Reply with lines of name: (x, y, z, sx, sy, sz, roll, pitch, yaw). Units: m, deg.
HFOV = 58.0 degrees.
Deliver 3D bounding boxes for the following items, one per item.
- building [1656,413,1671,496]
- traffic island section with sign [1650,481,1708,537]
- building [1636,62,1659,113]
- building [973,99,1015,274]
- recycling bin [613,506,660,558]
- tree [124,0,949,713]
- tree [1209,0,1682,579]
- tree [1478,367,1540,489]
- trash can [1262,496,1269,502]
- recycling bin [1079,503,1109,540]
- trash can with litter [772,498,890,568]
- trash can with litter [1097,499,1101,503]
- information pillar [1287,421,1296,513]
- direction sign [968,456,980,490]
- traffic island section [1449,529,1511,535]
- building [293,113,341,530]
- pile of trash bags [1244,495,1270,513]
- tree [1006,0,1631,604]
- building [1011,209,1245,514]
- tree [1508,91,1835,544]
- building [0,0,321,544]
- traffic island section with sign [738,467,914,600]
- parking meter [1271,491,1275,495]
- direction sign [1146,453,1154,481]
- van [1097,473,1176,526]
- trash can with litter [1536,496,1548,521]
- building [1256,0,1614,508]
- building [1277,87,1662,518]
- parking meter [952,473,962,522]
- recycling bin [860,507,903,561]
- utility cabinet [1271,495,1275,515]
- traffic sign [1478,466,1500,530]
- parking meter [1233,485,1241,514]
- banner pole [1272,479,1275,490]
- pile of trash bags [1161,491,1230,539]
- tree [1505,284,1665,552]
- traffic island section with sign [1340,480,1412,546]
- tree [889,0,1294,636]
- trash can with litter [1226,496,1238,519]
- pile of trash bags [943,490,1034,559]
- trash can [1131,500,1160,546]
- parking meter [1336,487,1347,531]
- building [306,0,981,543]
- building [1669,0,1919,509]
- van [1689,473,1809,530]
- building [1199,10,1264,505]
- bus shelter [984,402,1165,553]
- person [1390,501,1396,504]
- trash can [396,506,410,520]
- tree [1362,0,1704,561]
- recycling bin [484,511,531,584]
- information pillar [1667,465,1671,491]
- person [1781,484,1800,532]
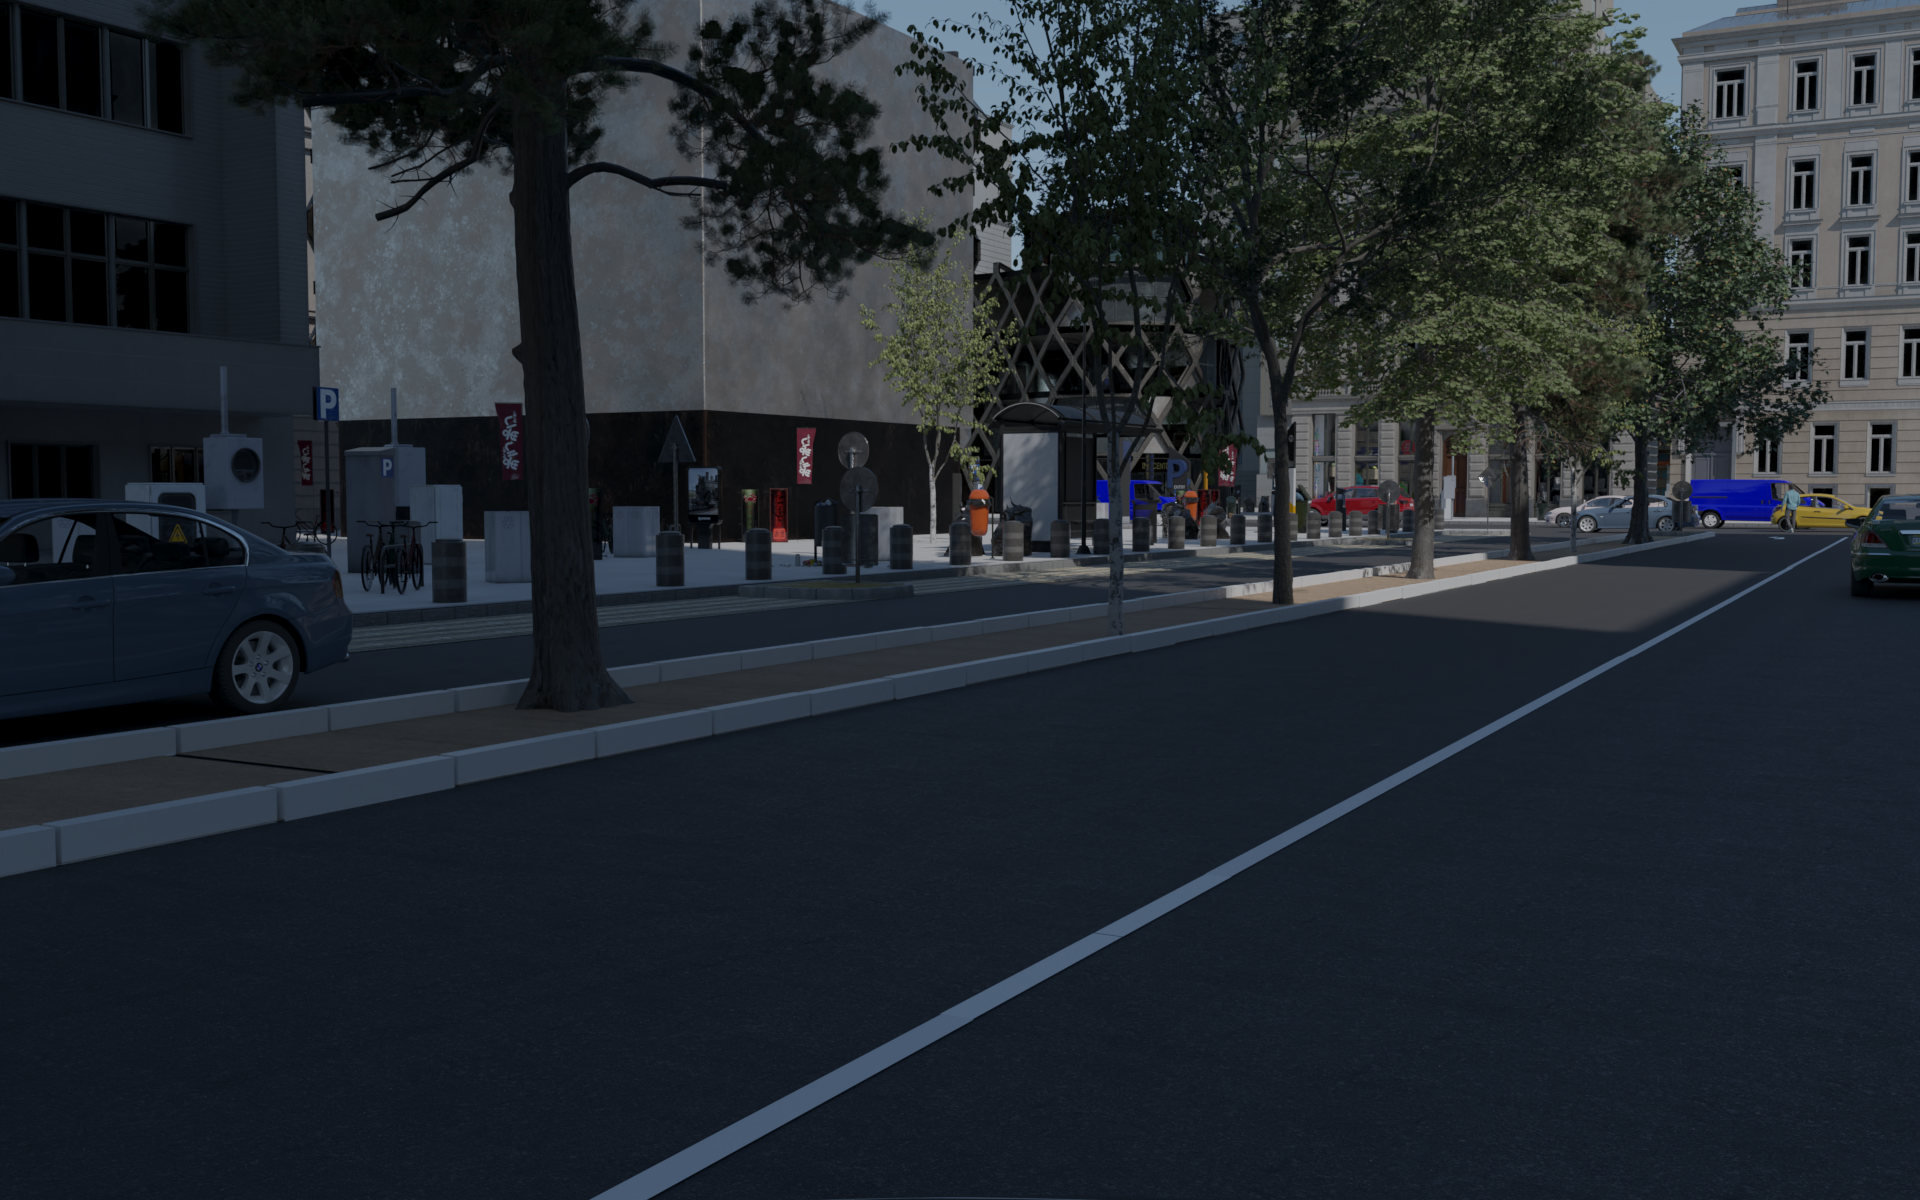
building: (101.772, -24.793, 250.402, 28.899, 21.520, 27.650, 2, 4, 29)
traffic island section with sign: (24.469, -3.106, 58.911, 2.006, 1.907, 1.989, 2, 4, 29)
building: (65.139, -34.786, 192.459, 21.600, 48.544, 21.300, 2, 4, 29)
building: (-12.012, -21.045, 121.585, 29.804, 29.767, 11.434, 2, 4, 29)
recycling bin: (-6.587, -1.390, 35.277, 0.722, 1.027, 0.722, 1, 4, 17)
tree: (-2.705, -6.217, 11.525, 7.806, 13.903, 7.818, 0, 3, 0)
tree: (7.877, -6.641, 29.165, 7.486, 12.596, 7.792, 0, 3, 0)
tree: (27.985, -8.370, 87.218, 4.360, 8.622, 3.978, 0, 3, 0)
trash can: (25.491, -8.128, 144.546, 0.748, 1.137, 0.748, 0, 3, 0)
recycling bin: (3.771, -2.211, 48.706, 0.722, 1.027, 0.722, 1, 4, 14)
trash can with litter: (-2.148, -1.192, 30.539, 2.233, 1.210, 1.678, 3, 4, 38)
trash can with litter: (4.250, -2.587, 53.677, 0.624, 1.170, 1.055, -1, 4, -14)
information pillar: (10.645, -3.945, 55.856, 0.183, 3.616, 0.504, -2, 4, -31)
direction sign: (0.839, -6.854, 104.061, 0.876, 3.537, 0.379, -3, 4, -38)
traffic island section: (18.798, -2.417, 61.791, 2.009, 0.180, 2.903, 2, 4, 29)
building: (-32.298, -13.911, 69.242, 24.055, 21.916, 13.314, 2, 4, 29)
pile of trash bags: (20.111, -6.824, 121.316, 3.447, 1.369, 1.912, 1, 4, 22)
tree: (4.380, -5.233, 22.437, 8.767, 10.594, 7.601, 2, 4, 29)
building: (9.580, -15.006, 112.804, 16.811, 18.784, 16.820, 2, 4, 29)
tree: (19.465, -7.937, 49.227, 9.611, 12.733, 9.660, 0, 3, 0)
building: (-25.429, -12.523, 23.819, 14.314, 24.678, 30.058, 2, 4, 29)
traffic island section with sign: (-1.735, -0.959, 24.307, 1.989, 1.847, 2.006, 2, 4, 29)
parking meter: (20.258, -6.322, 111.778, 0.372, 1.533, 0.369, 0, 3, 0)
direction sign: (10.496, -6.353, 95.875, 0.379, 3.537, 0.876, -1, 4, -21)
van: (7.350, -4.346, 75.441, 5.245, 2.365, 2.240, 2, 4, 28)
trash can with litter: (28.100, -4.370, 82.829, 1.055, 1.170, 0.624, 1, 4, 19)
building: (45.945, -35.219, 165.063, 28.713, 52.752, 27.495, 2, 4, 29)
building: (29.256, -16.466, 98.098, 19.941, 23.489, 11.050, 2, 4, 29)
parking meter: (-0.088, -2.653, 49.090, 0.255, 1.863, 0.399, 0, 4, 2)
recycling bin: (-1.533, -1.276, 33.423, 0.722, 1.027, 0.722, 1, 4, 16)
utility cabinet: (18.967, -5.711, 104.529, 0.306, 1.237, 1.020, 1, 4, 19)
traffic sign: (18.823, -3.552, 61.717, 0.795, 2.450, 0.064, 2, 4, 29)
parking meter: (16.982, -6.142, 106.130, 0.399, 1.863, 0.255, -1, 4, -13)
banner pole: (22.783, -8.206, 124.181, 0.863, 3.779, 0.401, 0, 4, 3)
pile of trash bags: (6.822, -2.499, 50.614, 1.912, 1.369, 3.447, 0, 4, 3)
tree: (14.985, -5.459, 42.071, 4.737, 8.622, 4.395, 0, 3, 0)
traffic island section with sign: (12.008, -2.464, 48.915, 1.989, 1.847, 2.006, 2, 4, 29)
tree: (1.487, -3.922, 16.943, 4.737, 8.622, 4.395, 0, 3, 0)
trash can with litter: (14.004, -4.739, 88.871, 0.624, 1.170, 1.055, 0, 4, 1)
pile of trash bags: (0.557, -1.592, 35.789, 1.912, 1.369, 3.447, 0, 4, 6)
trash can: (4.623, -1.934, 43.281, 0.748, 1.137, 0.748, 0, 3, 0)
parking meter: (13.240, -3.166, 60.179, 0.372, 1.533, 0.369, 0, 3, 0)
building: (-9.809, -11.510, 55.633, 16.811, 18.784, 16.820, 2, 4, 29)
building: (48.203, -18.580, 89.683, 20.117, 28.700, 13.634, 2, 4, 29)
van: (32.820, -4.094, 71.327, 5.245, 2.365, 2.240, 2, 4, 30)
building: (42.977, -40.499, 204.158, 28.212, 58.520, 21.231, 2, 4, 29)
bus shelter: (2.757, -2.840, 40.356, 2.014, 3.302, 5.546, 2, 4, 29)
person: (16.413, -3.495, 66.217, 0.480, 1.755, 0.524, 2, 4, 34)
trash can: (-12.551, -1.699, 39.435, 0.748, 1.137, 0.748, 0, 3, 0)
tree: (11.979, -6.878, 36.960, 6.751, 12.117, 7.091, 0, 3, 0)
recycling bin: (-6.493, -0.777, 25.260, 0.722, 1.027, 0.722, -2, 4, -29)
information pillar: (56.719, -9.001, 138.525, 0.183, 3.616, 0.504, -1, 4, -23)
person: (31.142, -3.447, 64.884, 0.660, 1.820, 0.620, 0, 4, -5)
